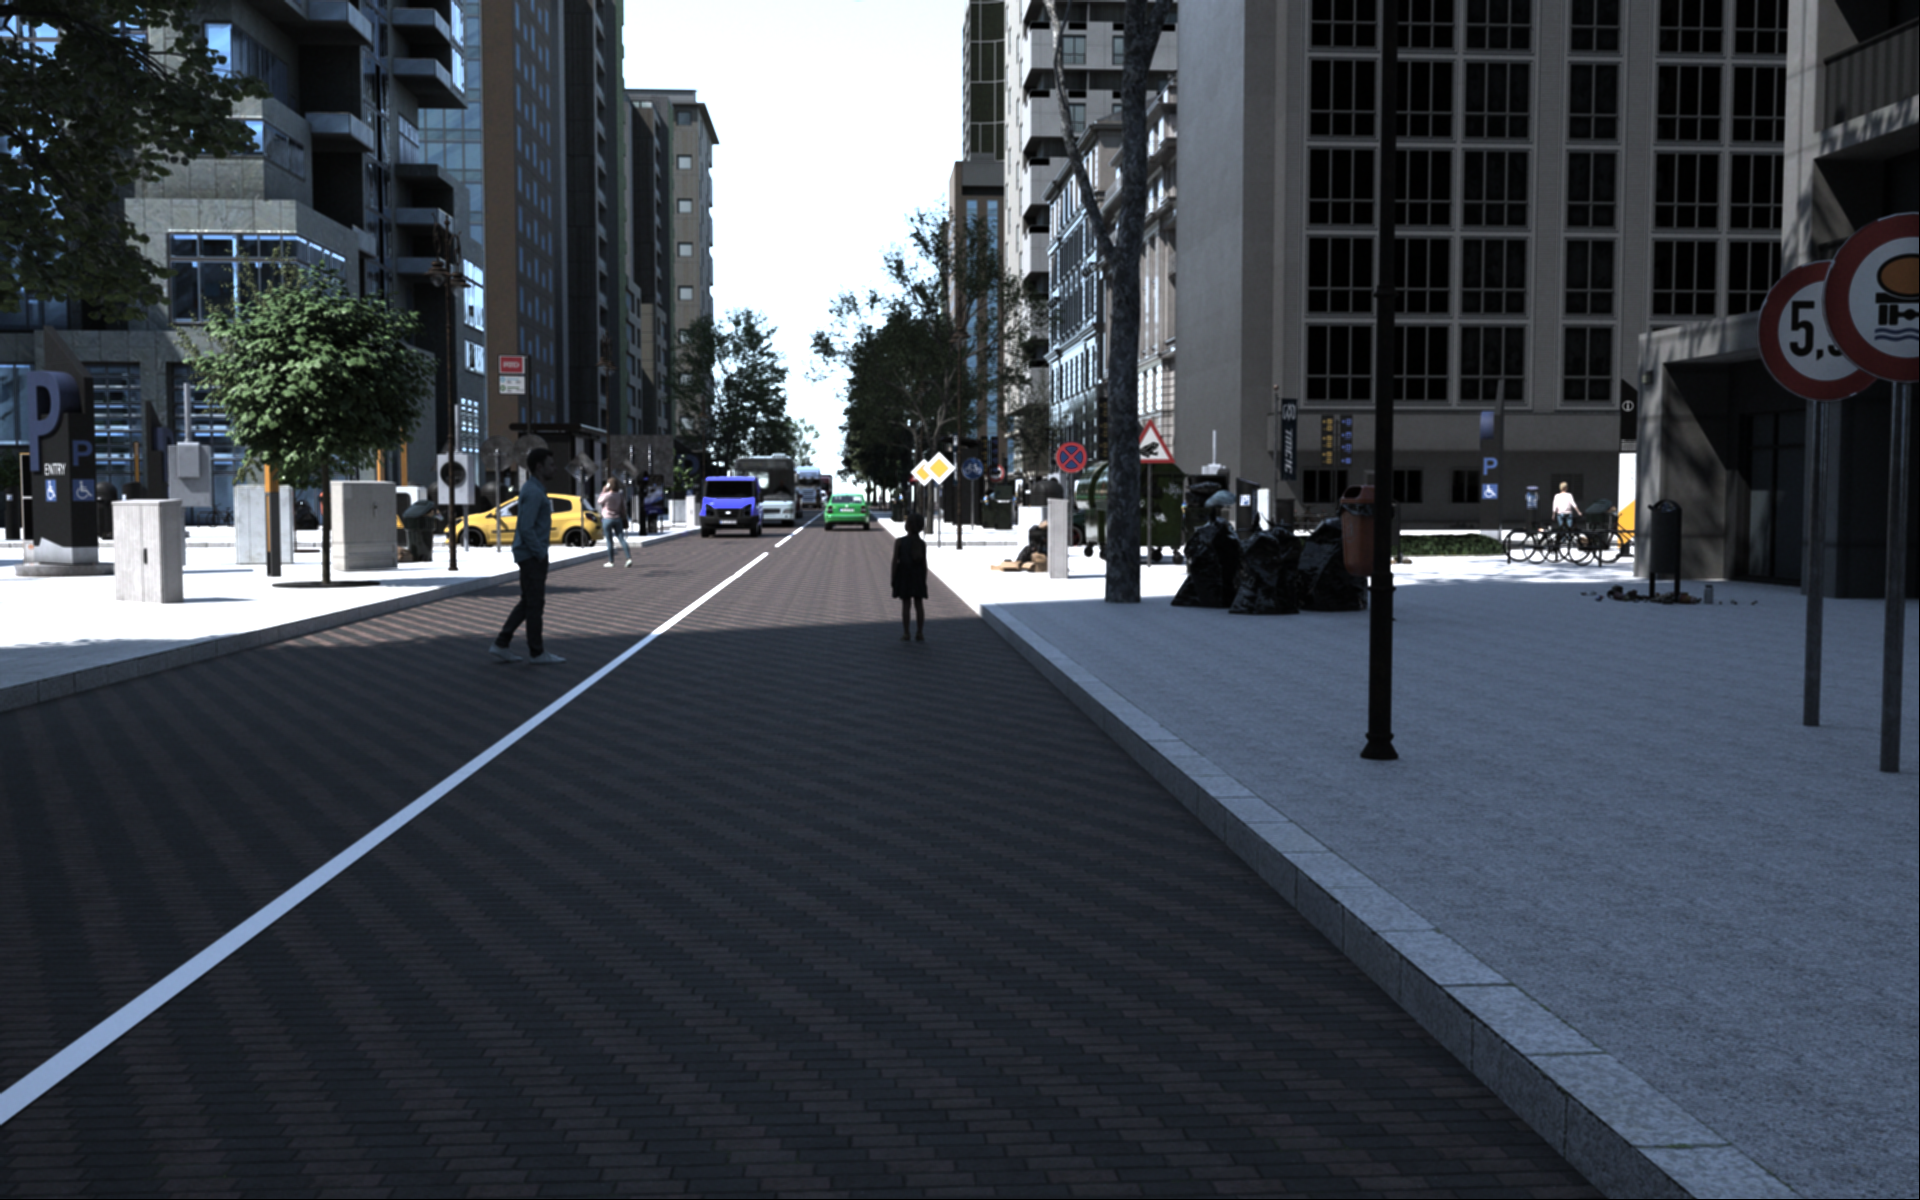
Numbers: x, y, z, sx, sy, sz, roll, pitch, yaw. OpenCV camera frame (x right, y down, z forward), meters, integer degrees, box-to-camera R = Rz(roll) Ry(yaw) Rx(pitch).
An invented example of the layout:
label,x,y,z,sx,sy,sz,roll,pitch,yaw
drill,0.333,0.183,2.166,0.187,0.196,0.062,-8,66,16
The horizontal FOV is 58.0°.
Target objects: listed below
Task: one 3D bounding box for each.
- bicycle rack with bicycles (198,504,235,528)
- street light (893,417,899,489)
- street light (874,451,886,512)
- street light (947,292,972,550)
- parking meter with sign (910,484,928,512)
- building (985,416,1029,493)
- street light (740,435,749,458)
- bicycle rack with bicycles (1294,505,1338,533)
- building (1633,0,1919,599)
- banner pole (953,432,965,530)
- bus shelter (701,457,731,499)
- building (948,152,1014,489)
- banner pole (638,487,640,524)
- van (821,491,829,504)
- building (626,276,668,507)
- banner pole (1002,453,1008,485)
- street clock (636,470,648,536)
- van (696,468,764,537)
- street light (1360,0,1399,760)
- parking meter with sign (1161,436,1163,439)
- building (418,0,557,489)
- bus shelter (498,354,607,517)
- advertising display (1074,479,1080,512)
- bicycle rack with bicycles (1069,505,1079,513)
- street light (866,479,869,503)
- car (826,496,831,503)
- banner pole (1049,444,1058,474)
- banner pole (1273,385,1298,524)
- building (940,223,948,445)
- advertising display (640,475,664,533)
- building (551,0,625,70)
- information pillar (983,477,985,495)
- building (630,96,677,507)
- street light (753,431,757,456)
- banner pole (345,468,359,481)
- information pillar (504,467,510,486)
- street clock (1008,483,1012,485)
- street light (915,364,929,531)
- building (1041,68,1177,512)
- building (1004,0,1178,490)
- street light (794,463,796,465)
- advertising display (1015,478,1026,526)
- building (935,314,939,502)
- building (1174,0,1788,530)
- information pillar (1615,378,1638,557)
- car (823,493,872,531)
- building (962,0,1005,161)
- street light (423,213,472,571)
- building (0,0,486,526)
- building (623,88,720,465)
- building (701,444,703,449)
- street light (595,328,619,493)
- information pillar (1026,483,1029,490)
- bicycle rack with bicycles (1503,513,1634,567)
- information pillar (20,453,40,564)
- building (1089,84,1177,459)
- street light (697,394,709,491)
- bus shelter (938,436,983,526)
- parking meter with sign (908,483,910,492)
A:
label,x,y,z,sx,sy,sz,roll,pitch,yaw
bicycle rack with bicycles,-27.344,-3.202,65.735,2.852,0.926,2.925,1,4,15
street light,-3.400,-7.277,91.766,0.468,5.910,1.993,0,4,-4
street light,-6.253,-9.969,135.780,0.468,5.910,1.993,0,4,-4
street light,-0.012,-4.097,39.773,0.468,5.910,1.993,0,4,-4
parking meter with sign,-2.067,-6.850,108.262,1.738,3.016,0.543,1,4,10
building,18.343,-29.725,177.886,32.217,40.220,23.993,0,4,-4
street light,-13.875,-8.483,111.477,0.468,5.910,1.993,0,4,-4
bicycle rack with bicycles,11.442,-2.636,56.481,2.852,0.926,2.925,-3,5,-44
building,21.231,-35.272,14.944,20.563,71.187,20.611,0,4,-4
banner pole,-0.098,-4.389,61.778,0.401,3.779,0.863,-1,4,-22
bus shelter,-15.966,-7.446,113.031,1.731,3.624,6.357,0,4,-4
building,5.781,-35.311,227.437,14.600,45.320,14.200,0,4,-4
banner pole,-13.452,-5.115,73.646,0.863,3.779,0.401,-3,4,-38
van,-17.007,-12.469,210.882,2.013,2.044,4.112,0,4,-4
building,-41.013,-18.720,151.103,27.650,21.520,28.899,0,4,-4
banner pole,2.748,-7.123,106.477,0.401,3.779,0.863,2,4,27
street clock,-9.742,-2.974,53.189,0.358,2.002,0.471,1,4,9
van,-7.773,-3.347,59.104,2.240,2.365,5.245,0,4,-4
street light,2.042,-2.169,8.256,0.468,5.910,1.993,0,4,-4
parking meter with sign,5.155,-3.385,51.604,1.738,3.016,0.543,-2,4,-29
building,-34.786,-28.327,113.254,14.600,45.320,14.200,0,4,-4
bus shelter,-12.362,-4.589,52.658,2.179,5.291,8.768,0,4,-4
advertising display,5.321,-4.203,73.941,0.974,1.923,0.123,2,4,31
bicycle rack with bicycles,4.563,-4.131,80.924,2.925,0.926,2.852,0,4,5
street light,-10.302,-13.847,199.186,0.468,5.910,1.993,0,4,-4
car,-9.988,-8.100,142.216,2.009,1.686,4.222,0,4,-3
banner pole,4.701,-5.942,87.167,0.401,3.779,0.863,3,5,43
banner pole,7.445,-3.051,39.896,0.863,3.779,0.401,-2,4,-29
building,3.917,-35.396,262.322,14.154,41.232,14.086,0,4,-4
advertising display,-10.141,-3.170,57.043,0.123,1.923,0.974,3,4,37
building,-32.788,-27.246,129.069,14.154,41.232,14.086,0,4,-4
information pillar,0.937,-4.302,74.825,0.304,2.012,0.304,0,4,4
building,-36.112,-29.901,172.480,14.154,41.232,14.086,0,4,-4
street light,-14.709,-9.292,124.719,0.468,5.910,1.993,0,4,-4
banner pole,-23.238,-4.654,66.114,0.401,3.779,0.863,2,4,28
information pillar,-22.511,-5.799,86.176,0.183,3.616,0.504,1,4,12
street clock,3.108,-6.426,109.642,0.358,2.002,0.471,-1,4,-23
street light,-1.333,-5.338,60.057,0.468,5.910,1.993,0,4,-4
building,12.798,-19.267,112.283,12.463,27.353,25.104,0,4,-4
building,18.386,-34.380,151.359,28.713,52.752,27.495,0,4,-4
street light,-19.959,-14.404,208.288,0.468,5.910,1.993,0,4,-4
advertising display,2.439,-3.974,70.182,0.123,1.923,0.974,-1,4,-17
building,2.822,-30.892,276.779,14.160,30.474,14.107,0,4,-4
building,21.429,-16.719,66.857,24.014,27.812,14.314,0,4,-4
information pillar,13.571,-2.671,35.022,0.504,3.616,0.183,2,4,26
car,-4.506,-3.704,69.356,1.959,1.807,4.718,0,4,-3
building,8.945,-49.297,244.260,20.563,71.187,20.611,0,4,-4
street light,-8.479,-3.426,28.802,0.468,5.910,1.993,0,4,-4
building,-35.496,-47.014,81.345,22.319,86.520,31.000,0,4,-4
building,-46.875,-39.149,229.319,28.713,52.752,27.495,0,4,-4
building,-50.448,-34.465,255.386,32.217,40.220,23.993,0,4,-4
street light,-9.835,-4.625,48.406,0.468,5.910,1.993,0,4,-4
information pillar,4.501,-6.954,118.195,0.304,2.012,0.304,2,4,25
bicycle rack with bicycles,11.294,-1.132,31.892,2.852,0.926,2.925,-3,5,-42
information pillar,-16.649,-1.631,31.157,0.304,2.012,0.304,0,4,3
building,14.805,-15.058,87.993,13.314,21.916,24.055,0,4,-4
street light,-11.810,-6.553,79.928,0.468,5.910,1.993,0,4,-4
bus shelter,-0.015,-4.993,72.922,1.731,3.624,6.357,0,4,-4
parking meter with sign,-3.769,-7.811,123.964,1.738,3.016,0.543,0,4,4
